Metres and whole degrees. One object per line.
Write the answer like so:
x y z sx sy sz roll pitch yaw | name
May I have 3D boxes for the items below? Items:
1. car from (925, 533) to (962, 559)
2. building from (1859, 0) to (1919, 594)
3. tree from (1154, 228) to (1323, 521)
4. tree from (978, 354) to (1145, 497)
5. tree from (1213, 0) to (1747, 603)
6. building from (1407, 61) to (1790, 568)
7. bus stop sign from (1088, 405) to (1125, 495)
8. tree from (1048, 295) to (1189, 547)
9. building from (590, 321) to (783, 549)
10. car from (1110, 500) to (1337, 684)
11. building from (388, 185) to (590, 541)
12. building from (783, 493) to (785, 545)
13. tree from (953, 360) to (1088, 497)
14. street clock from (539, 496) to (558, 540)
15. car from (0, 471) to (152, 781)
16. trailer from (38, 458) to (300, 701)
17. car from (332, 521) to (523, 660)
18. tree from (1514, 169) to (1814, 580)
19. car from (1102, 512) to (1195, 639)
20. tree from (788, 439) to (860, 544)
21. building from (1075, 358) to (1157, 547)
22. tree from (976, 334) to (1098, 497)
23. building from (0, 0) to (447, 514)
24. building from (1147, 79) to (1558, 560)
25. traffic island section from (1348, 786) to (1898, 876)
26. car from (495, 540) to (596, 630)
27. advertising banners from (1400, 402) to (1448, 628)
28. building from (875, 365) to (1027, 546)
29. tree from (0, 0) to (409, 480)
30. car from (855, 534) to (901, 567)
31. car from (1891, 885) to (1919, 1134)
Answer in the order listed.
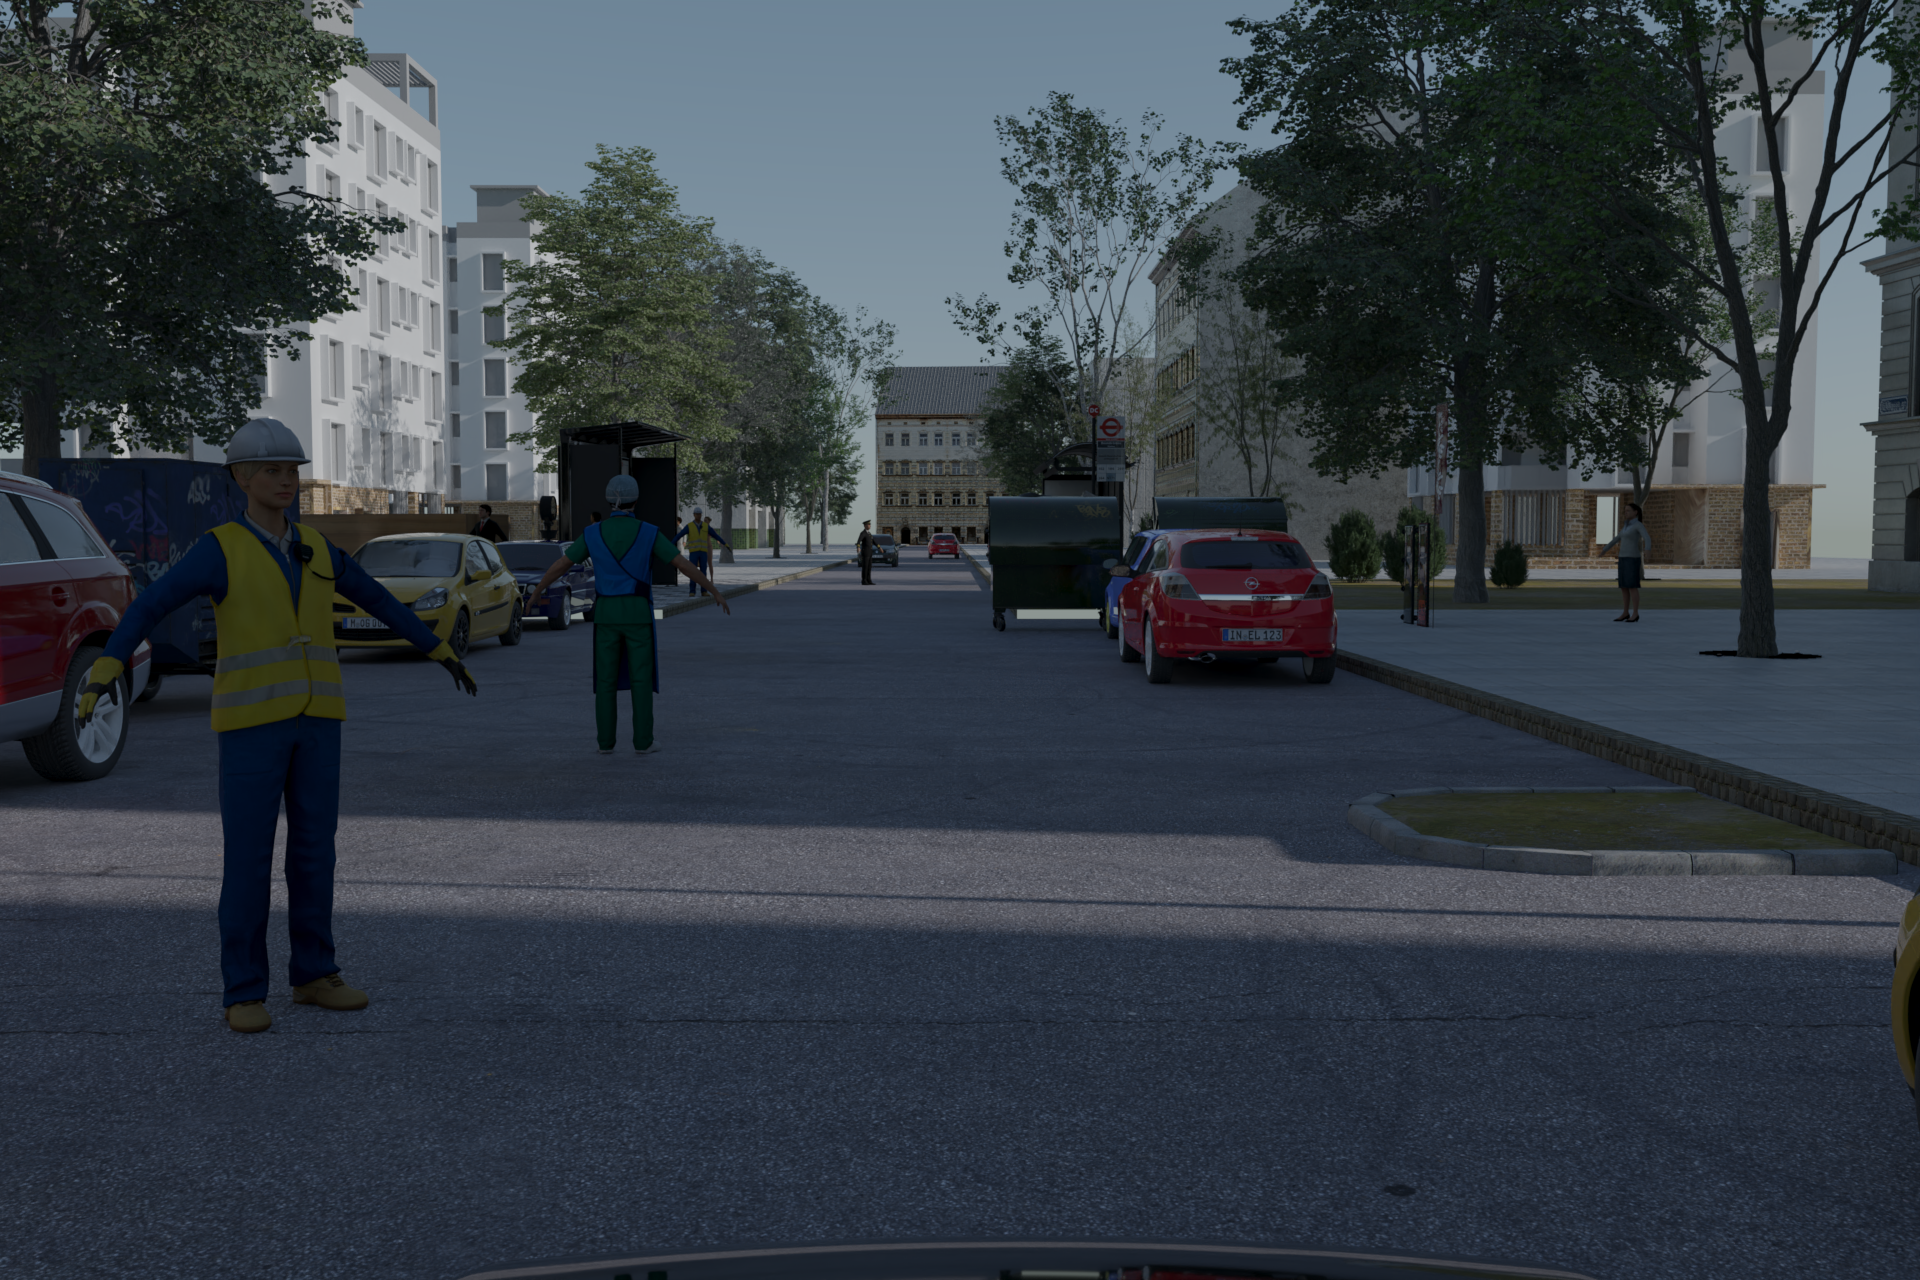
-0.956 -5.633 101.136 2.155 1.783 4.494 0 4 -2 | car
25.825 -12.391 21.675 14.460 24.649 34.723 0 4 0 | building
7.281 -5.574 41.496 4.360 8.622 3.978 0 3 0 | tree
5.424 -9.463 89.134 8.767 10.594 7.601 -1 4 -19 | tree
9.487 -7.673 32.108 9.857 13.997 8.962 0 3 0 | tree
25.129 -13.410 75.671 16.016 20.090 11.380 0 4 0 | building
2.981 -2.880 35.790 0.855 3.939 0.416 0 4 0 | bus stop sign
5.386 -6.285 53.118 4.360 8.622 3.978 0 3 0 | tree
-26.193 -17.903 159.166 16.747 18.905 31.486 0 4 0 | building
2.683 -0.553 18.075 2.155 1.783 4.494 0 3 0 | car
-27.987 -14.608 95.255 16.016 20.090 11.380 0 4 0 | building
-30.190 -22.416 197.437 19.493 23.208 18.063 0 3 0 | building
4.612 -12.882 120.983 12.009 13.543 11.850 0 3 0 | tree
-7.754 -1.719 32.674 0.358 2.002 0.471 0 4 1 | street clock
-6.017 0.005 8.592 2.281 1.827 5.304 0 3 0 | car
-6.426 -0.410 13.755 1.471 1.999 3.904 0 4 0 | trailer
-6.520 -0.653 20.908 2.015 1.641 3.980 0 4 -1 | car
19.125 -7.490 48.219 9.928 11.665 9.643 0 3 0 | tree
2.861 -0.797 22.616 1.945 1.707 3.694 0 4 -1 | car
-17.432 -19.207 220.692 9.857 13.997 8.962 0 3 0 | tree
21.699 -19.307 182.121 16.747 18.905 31.486 0 4 -1 | building
4.449 -11.052 98.823 7.486 12.596 7.792 0 3 0 | tree
-26.333 -12.382 58.869 16.016 20.090 11.380 0 4 0 | building
20.735 -16.012 92.717 19.493 23.208 18.063 0 3 0 | building
2.929 0.894 8.252 1.991 0.108 1.994 0 4 -1 | traffic island section
-6.730 -0.885 27.044 1.945 1.354 3.894 0 4 -1 | car
6.425 -1.699 23.972 0.090 3.025 2.074 0 4 0 | advertising banners
-0.753 -23.969 225.277 18.063 23.208 19.493 0 4 5 | building
-12.219 -7.103 22.794 9.857 13.997 8.962 0 3 0 | tree
-3.581 -4.046 75.946 2.009 1.686 4.222 0 4 -1 | car
2.849 0.491 2.189 2.015 1.641 3.980 0 3 0 | car
